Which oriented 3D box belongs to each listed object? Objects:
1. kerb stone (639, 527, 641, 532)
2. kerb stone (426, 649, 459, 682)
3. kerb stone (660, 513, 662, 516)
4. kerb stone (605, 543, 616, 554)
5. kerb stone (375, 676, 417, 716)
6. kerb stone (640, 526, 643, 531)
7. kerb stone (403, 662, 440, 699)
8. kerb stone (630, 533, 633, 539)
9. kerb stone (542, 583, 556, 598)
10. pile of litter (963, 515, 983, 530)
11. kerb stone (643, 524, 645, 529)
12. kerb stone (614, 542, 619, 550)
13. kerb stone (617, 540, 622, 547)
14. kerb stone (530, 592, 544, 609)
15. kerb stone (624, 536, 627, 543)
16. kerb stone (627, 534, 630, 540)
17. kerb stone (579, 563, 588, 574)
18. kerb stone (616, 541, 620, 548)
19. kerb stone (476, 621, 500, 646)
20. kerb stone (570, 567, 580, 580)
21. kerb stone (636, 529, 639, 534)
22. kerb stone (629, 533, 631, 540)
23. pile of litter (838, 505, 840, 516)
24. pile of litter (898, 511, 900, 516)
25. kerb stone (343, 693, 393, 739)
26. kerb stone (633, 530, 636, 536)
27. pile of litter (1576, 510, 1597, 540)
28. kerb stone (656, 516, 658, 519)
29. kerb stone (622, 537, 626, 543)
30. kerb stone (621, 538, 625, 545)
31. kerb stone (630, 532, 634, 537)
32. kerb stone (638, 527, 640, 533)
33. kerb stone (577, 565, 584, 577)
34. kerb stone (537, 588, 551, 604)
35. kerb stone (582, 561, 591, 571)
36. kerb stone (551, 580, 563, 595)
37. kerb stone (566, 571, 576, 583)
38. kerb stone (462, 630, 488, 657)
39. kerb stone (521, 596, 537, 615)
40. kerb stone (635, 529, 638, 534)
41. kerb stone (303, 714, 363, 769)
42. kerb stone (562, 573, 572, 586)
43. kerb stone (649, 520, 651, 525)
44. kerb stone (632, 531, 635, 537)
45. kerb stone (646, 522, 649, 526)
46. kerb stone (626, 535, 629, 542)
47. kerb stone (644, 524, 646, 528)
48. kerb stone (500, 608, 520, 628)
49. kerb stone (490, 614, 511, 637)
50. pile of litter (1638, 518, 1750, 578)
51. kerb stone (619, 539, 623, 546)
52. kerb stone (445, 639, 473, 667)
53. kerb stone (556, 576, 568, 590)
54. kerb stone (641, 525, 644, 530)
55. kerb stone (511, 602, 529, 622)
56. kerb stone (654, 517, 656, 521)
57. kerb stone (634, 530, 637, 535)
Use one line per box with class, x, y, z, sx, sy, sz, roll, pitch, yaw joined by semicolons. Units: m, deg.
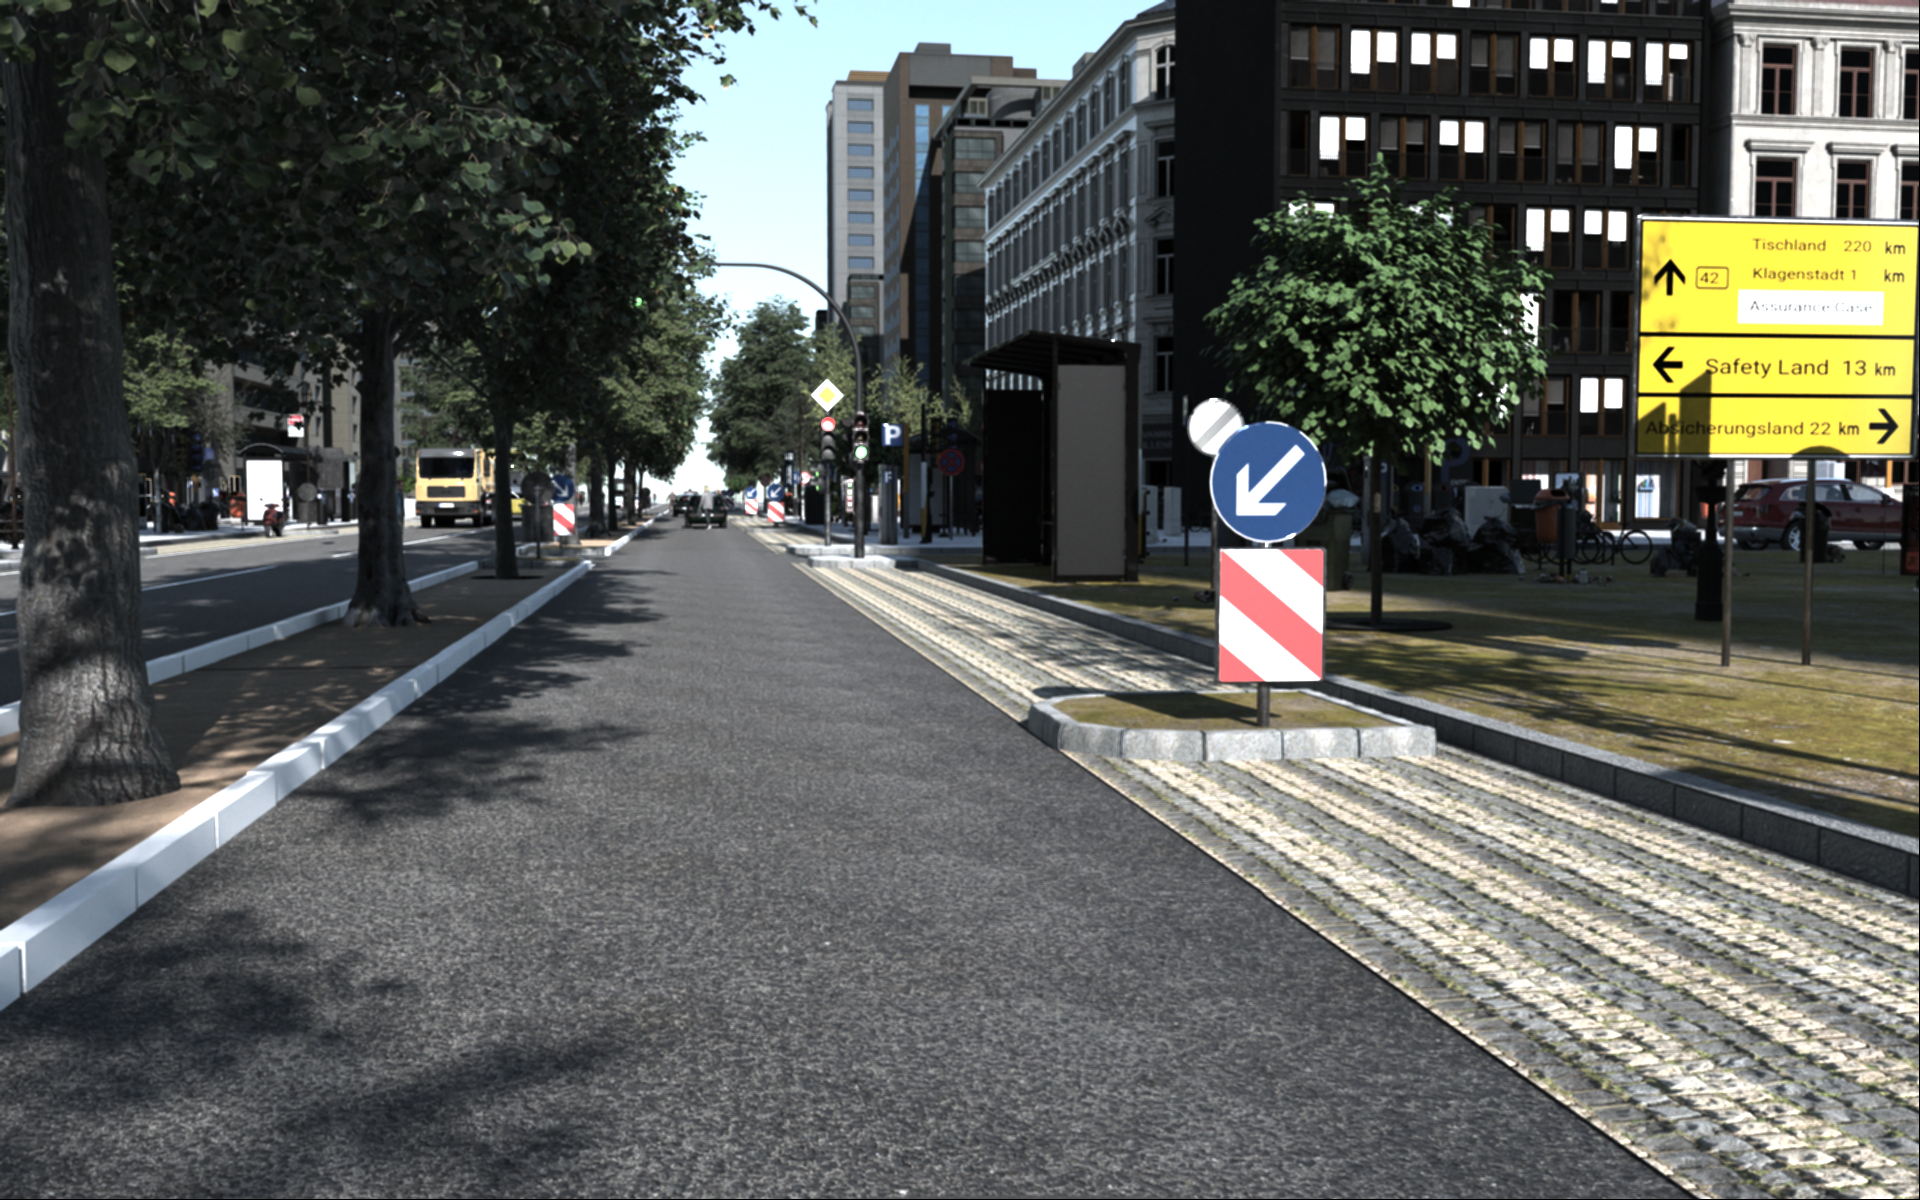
kerb stone;-11.714;-2.480;62.754;0.120;0.150;1.000;-1;4;-9
kerb stone;-4.076;0.528;13.567;0.120;0.150;1.000;-1;4;-9
kerb stone;-17.998;-4.958;103.265;0.120;0.150;1.000;-1;4;-9
kerb stone;-8.581;-1.243;42.525;0.120;0.150;1.000;-1;4;-9
kerb stone;-3.772;0.654;11.533;0.120;0.150;1.000;-1;4;-9
kerb stone;-12.029;-2.603;64.784;0.120;0.150;1.000;-1;4;-9
kerb stone;-3.925;0.590;12.551;0.120;0.150;1.000;-1;4;-9
kerb stone;-10.296;-1.920;53.659;0.120;0.150;1.000;-1;4;-9
kerb stone;-5.662;-0.093;23.713;0.120;0.150;1.000;-1;4;-9
pile of litter;0.807;-2.949;62.173;1.176;0.858;1.719;-2;4;-24
kerb stone;-12.500;-2.788;67.839;0.120;0.150;1.000;-1;4;-9
kerb stone;-8.727;-1.305;43.537;0.120;0.150;1.000;-1;4;-9
kerb stone;-9.041;-1.428;45.557;0.120;0.150;1.000;-1;4;-9
kerb stone;-5.339;0.031;21.687;0.120;0.150;1.000;-1;4;-9
kerb stone;-9.680;-1.673;49.602;0.120;0.150;1.000;-1;4;-9
kerb stone;-9.991;-1.801;51.635;0.120;0.150;1.000;-1;4;-9
kerb stone;-6.749;-0.526;30.799;0.120;0.150;1.000;-1;4;-9
kerb stone;-8.889;-1.367;44.546;0.120;0.150;1.000;-1;4;-9
kerb stone;-4.552;0.341;16.621;0.120;0.150;1.000;-1;4;-9
kerb stone;-6.444;-0.402;28.766;0.120;0.150;1.000;-1;4;-9
kerb stone;-11.237;-2.295;59.721;0.120;0.150;1.000;-1;4;-9
kerb stone;-10.145;-1.861;52.647;0.120;0.150;1.000;-1;4;-9
pile of litter;-5.844;-4.685;90.566;1.176;0.858;1.719;1;4;15
pile of litter;-3.304;-5.418;102.552;1.719;0.858;1.176;2;4;27
kerb stone;-3.608;0.716;10.524;0.120;0.150;1.000;-1;4;-9
kerb stone;-10.771;-2.110;56.691;0.120;0.150;1.000;-1;4;-9
pile of litter;17.251;-2.121;48.646;1.719;0.858;1.176;-3;4;-38
kerb stone;-16.116;-4.212;91.115;0.120;0.150;1.000;-1;4;-9
kerb stone;-9.517;-1.615;48.593;0.120;0.150;1.000;-1;4;-9
kerb stone;-9.359;-1.552;47.578;0.120;0.150;1.000;-1;4;-9
kerb stone;-10.460;-1.983;54.671;0.120;0.150;1.000;-1;4;-9
kerb stone;-11.558;-2.419;61.740;0.120;0.150;1.000;-1;4;-9
kerb stone;-6.596;-0.464;29.784;0.120;0.150;1.000;-1;4;-9
kerb stone;-5.500;-0.024;22.699;0.120;0.150;1.000;-1;4;-9
kerb stone;-6.917;-0.584;31.807;0.120;0.150;1.000;-1;4;-9
kerb stone;-5.806;-0.155;24.725;0.120;0.150;1.000;-1;4;-9
kerb stone;-6.287;-0.332;27.756;0.120;0.150;1.000;-1;4;-9
kerb stone;-4.400;0.406;15.601;0.120;0.150;1.000;-1;4;-9
kerb stone;-5.181;0.093;20.675;0.120;0.150;1.000;-1;4;-9
kerb stone;-11.085;-2.233;58.711;0.120;0.150;1.000;-1;4;-9
kerb stone;-3.449;0.776;9.507;0.120;0.150;1.000;-1;4;-9
kerb stone;-6.126;-0.278;26.746;0.120;0.150;1.000;-1;4;-9
kerb stone;-13.910;-3.349;76.947;0.120;0.150;1.000;-1;4;-9
kerb stone;-10.614;-2.048;55.681;0.120;0.150;1.000;-1;4;-9
kerb stone;-13.280;-3.099;72.895;0.120;0.150;1.000;-1;4;-9
kerb stone;-9.825;-1.737;50.617;0.120;0.150;1.000;-1;4;-9
kerb stone;-12.652;-2.844;68.850;0.120;0.150;1.000;-1;4;-9
kerb stone;-4.881;0.217;18.647;0.120;0.150;1.000;-1;4;-9
kerb stone;-4.713;0.279;17.635;0.120;0.150;1.000;-1;4;-9
pile of litter;11.537;-0.798;27.010;1.719;0.858;1.176;0;4;-3
kerb stone;-9.207;-1.491;46.567;0.120;0.150;1.000;-1;4;-9
kerb stone;-4.244;0.466;14.581;0.120;0.150;1.000;-1;4;-9
kerb stone;-5.968;-0.217;25.736;0.120;0.150;1.000;-1;4;-9
kerb stone;-12.183;-2.663;65.797;0.120;0.150;1.000;-1;4;-9
kerb stone;-5.028;0.159;19.662;0.120;0.150;1.000;-1;4;-9
kerb stone;-15.490;-3.967;87.058;0.120;0.150;1.000;-1;4;-9
kerb stone;-10.933;-2.172;57.700;0.120;0.150;1.000;-1;4;-9
